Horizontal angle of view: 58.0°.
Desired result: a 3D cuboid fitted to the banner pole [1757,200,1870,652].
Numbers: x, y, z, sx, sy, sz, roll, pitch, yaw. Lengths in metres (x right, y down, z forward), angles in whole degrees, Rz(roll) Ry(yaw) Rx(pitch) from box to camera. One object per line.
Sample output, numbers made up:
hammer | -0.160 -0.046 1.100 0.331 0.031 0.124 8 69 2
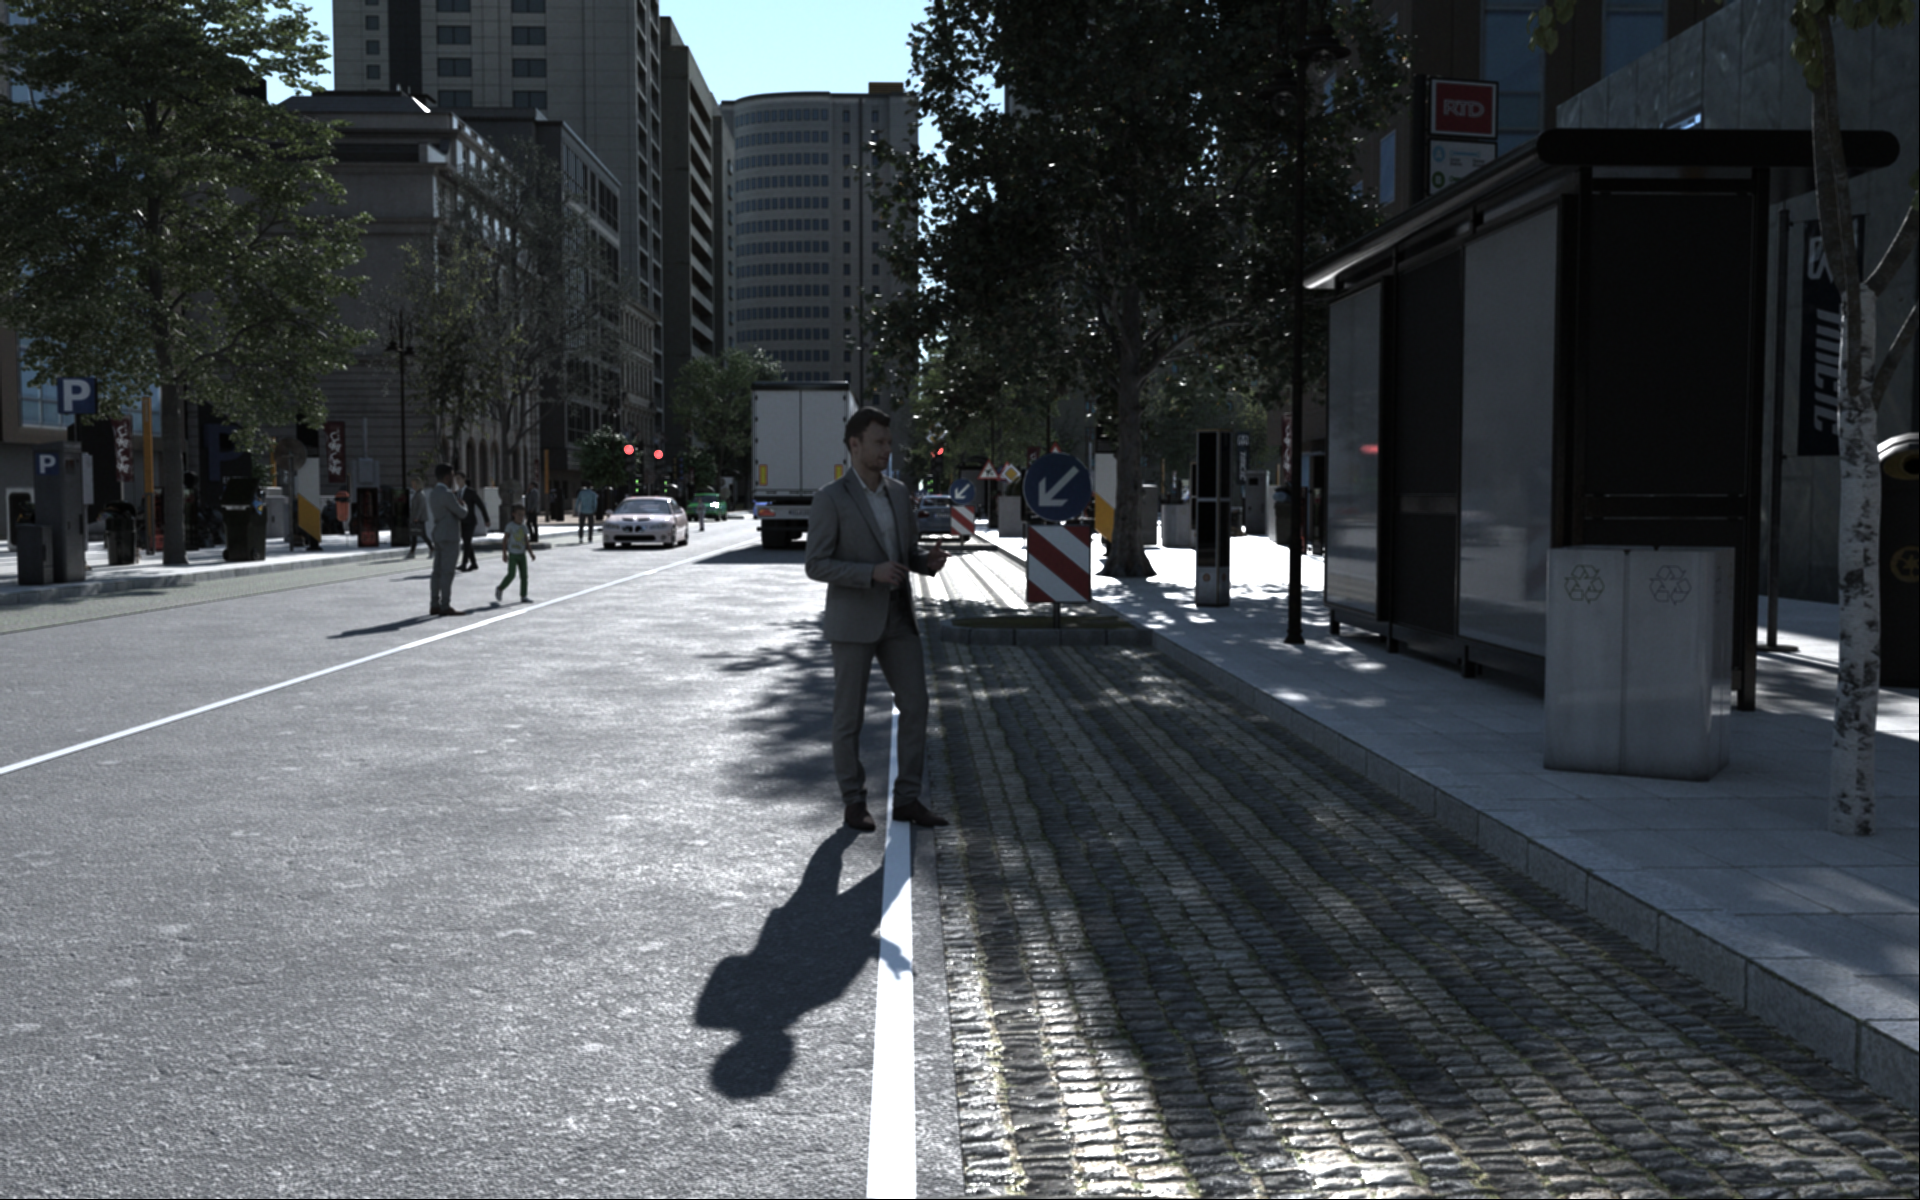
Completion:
banner pole | 6.831 -1.464 13.961 0.401 3.779 0.863 -3 5 -42

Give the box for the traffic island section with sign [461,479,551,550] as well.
traffic island section with sign | -11.664 -2.210 44.756 1.989 1.847 2.006 0 4 -2

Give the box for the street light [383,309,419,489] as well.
street light | -13.994 -4.326 43.526 0.468 5.910 1.993 0 4 -2

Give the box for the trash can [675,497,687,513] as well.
trash can | -15.661 -5.231 97.187 0.748 1.137 0.748 0 3 0

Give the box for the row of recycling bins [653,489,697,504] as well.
row of recycling bins | -21.920 -7.747 133.776 3.534 1.692 1.069 -1 4 -20

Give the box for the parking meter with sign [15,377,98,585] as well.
parking meter with sign | -13.092 -1.762 25.076 0.543 3.016 1.738 0 4 -5

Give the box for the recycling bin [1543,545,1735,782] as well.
recycling bin | 3.202 0.269 8.158 0.722 1.027 0.722 2 4 32

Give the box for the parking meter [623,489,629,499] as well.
parking meter | -21.292 -6.310 111.571 0.372 1.533 0.369 0 3 0

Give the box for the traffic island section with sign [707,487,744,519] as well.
traffic island section with sign | -13.420 -5.546 99.308 1.989 1.847 2.006 0 4 -2

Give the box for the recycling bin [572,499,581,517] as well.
recycling bin | -21.593 -5.257 98.511 0.722 1.027 0.722 -2 4 -32

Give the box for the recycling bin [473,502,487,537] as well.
recycling bin | -14.768 -2.439 52.439 0.722 1.027 0.722 -2 4 -30

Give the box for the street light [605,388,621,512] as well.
street light | -14.965 -6.236 74.752 0.468 5.910 1.993 0 4 -2

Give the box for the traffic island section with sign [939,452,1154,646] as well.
traffic island section with sign | 0.796 -0.522 17.166 1.989 1.847 2.006 0 4 -2

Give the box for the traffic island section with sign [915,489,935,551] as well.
traffic island section with sign | -0.073 -2.172 44.144 1.989 1.847 2.006 0 4 -2

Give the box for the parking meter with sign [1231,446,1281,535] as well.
parking meter with sign | 9.379 -3.573 54.673 1.738 3.016 0.543 2 4 24

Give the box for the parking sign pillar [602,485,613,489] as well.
parking sign pillar | -21.982 -7.416 109.729 1.447 3.967 1.447 0 4 -4

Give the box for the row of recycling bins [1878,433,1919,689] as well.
row of recycling bins | 7.135 -0.212 10.579 1.069 1.692 3.534 -2 4 -28

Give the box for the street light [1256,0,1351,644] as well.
street light | 2.879 -2.565 14.728 0.468 5.910 1.993 0 4 -2

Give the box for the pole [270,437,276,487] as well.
pole | -24.595 -4.172 62.053 0.158 3.312 0.155 0 3 0

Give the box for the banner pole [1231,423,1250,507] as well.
banner pole | 9.789 -4.335 60.890 0.863 3.779 0.401 0 4 -5

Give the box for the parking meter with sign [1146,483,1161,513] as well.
parking meter with sign | 13.104 -7.520 119.205 1.738 3.016 0.543 1 4 11

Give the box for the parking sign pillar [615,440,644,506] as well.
parking sign pillar | -16.208 -5.913 85.157 1.447 3.967 1.447 -1 4 -12

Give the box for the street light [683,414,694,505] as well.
street light | -15.764 -7.826 100.751 0.468 5.910 1.993 0 4 -2

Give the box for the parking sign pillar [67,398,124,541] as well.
parking sign pillar | -23.681 -3.608 47.464 1.447 3.967 1.447 -1 4 -16

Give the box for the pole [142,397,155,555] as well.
pole | -17.110 -2.611 36.526 0.158 3.312 0.155 0 3 0

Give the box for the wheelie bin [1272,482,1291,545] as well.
wheelie bin | 8.255 -2.189 43.704 0.693 1.594 0.980 1 4 17

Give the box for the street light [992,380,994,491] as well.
street light | 1.249 -5.711 66.159 0.468 5.910 1.993 0 4 -2

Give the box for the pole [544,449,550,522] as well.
pole | -18.876 -5.217 79.140 0.158 3.312 0.155 0 3 0

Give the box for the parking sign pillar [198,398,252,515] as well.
parking sign pillar | -20.469 -3.658 48.278 1.447 3.967 1.447 3 5 42

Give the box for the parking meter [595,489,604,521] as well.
parking meter | -18.956 -5.061 91.159 0.372 1.533 0.369 0 3 0

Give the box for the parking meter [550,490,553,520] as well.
parking meter | -20.166 -4.747 86.016 0.372 1.533 0.369 0 3 0

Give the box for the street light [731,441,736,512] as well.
street light | -16.568 -9.398 126.440 0.468 5.910 1.993 0 4 -2

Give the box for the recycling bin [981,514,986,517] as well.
recycling bin | 1.221 -5.234 98.131 0.722 1.027 0.722 1 4 12

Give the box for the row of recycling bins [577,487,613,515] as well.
row of recycling bins | -22.526 -6.109 106.998 1.069 1.692 3.534 -3 5 -45

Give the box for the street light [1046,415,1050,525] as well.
street light | 2.067 -4.140 40.470 0.468 5.910 1.993 0 4 -2

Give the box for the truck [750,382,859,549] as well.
truck | -4.154 -3.668 48.882 2.839 4.237 11.283 0 4 -2

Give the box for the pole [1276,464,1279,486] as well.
pole | 21.387 -7.509 116.610 0.158 3.312 0.155 0 3 0

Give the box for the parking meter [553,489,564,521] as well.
parking meter | -18.945 -4.502 82.019 0.372 1.533 0.369 0 3 0

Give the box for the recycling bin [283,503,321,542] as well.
recycling bin | -17.731 -2.088 46.691 0.722 1.027 0.722 1 4 10

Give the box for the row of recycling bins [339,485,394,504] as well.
row of recycling bins | -26.160 -4.235 76.353 1.069 1.692 3.534 1 4 15

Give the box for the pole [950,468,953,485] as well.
pole | -0.627 -7.920 123.330 0.158 3.312 0.155 0 3 0

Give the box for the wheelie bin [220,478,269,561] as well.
wheelie bin | -13.762 -1.553 33.298 0.980 1.594 0.693 1 4 10

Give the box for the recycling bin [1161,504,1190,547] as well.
recycling bin | 5.393 -1.817 42.255 0.722 1.027 0.722 -2 4 -26

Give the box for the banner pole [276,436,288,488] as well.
banner pole | -29.118 -5.170 74.542 0.401 3.779 0.863 3 4 37

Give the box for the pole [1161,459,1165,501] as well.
pole | 11.651 -6.467 99.578 0.158 3.312 0.155 0 3 0

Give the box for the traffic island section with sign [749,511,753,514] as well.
traffic island section with sign | -14.289 -7.194 126.250 1.989 1.847 2.006 0 4 -2
